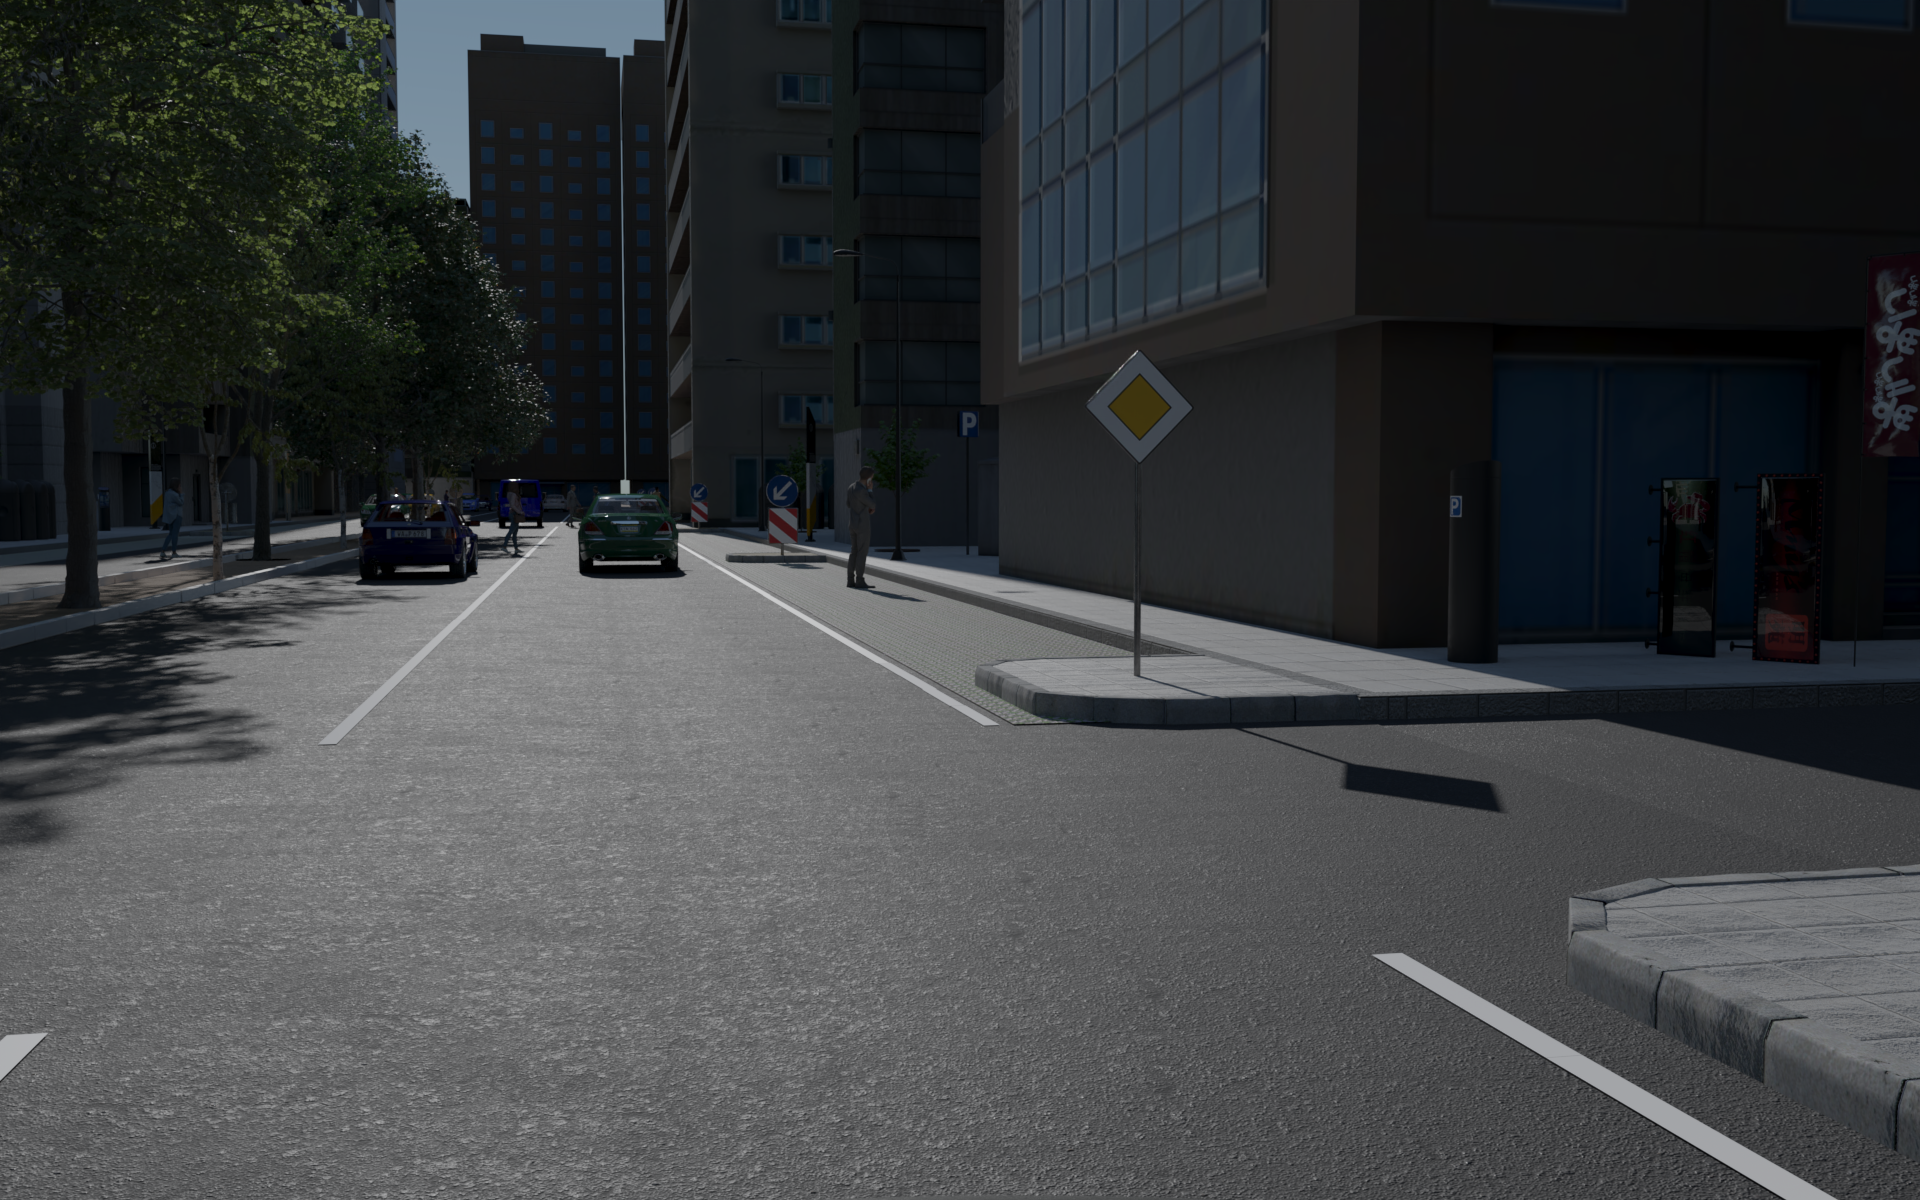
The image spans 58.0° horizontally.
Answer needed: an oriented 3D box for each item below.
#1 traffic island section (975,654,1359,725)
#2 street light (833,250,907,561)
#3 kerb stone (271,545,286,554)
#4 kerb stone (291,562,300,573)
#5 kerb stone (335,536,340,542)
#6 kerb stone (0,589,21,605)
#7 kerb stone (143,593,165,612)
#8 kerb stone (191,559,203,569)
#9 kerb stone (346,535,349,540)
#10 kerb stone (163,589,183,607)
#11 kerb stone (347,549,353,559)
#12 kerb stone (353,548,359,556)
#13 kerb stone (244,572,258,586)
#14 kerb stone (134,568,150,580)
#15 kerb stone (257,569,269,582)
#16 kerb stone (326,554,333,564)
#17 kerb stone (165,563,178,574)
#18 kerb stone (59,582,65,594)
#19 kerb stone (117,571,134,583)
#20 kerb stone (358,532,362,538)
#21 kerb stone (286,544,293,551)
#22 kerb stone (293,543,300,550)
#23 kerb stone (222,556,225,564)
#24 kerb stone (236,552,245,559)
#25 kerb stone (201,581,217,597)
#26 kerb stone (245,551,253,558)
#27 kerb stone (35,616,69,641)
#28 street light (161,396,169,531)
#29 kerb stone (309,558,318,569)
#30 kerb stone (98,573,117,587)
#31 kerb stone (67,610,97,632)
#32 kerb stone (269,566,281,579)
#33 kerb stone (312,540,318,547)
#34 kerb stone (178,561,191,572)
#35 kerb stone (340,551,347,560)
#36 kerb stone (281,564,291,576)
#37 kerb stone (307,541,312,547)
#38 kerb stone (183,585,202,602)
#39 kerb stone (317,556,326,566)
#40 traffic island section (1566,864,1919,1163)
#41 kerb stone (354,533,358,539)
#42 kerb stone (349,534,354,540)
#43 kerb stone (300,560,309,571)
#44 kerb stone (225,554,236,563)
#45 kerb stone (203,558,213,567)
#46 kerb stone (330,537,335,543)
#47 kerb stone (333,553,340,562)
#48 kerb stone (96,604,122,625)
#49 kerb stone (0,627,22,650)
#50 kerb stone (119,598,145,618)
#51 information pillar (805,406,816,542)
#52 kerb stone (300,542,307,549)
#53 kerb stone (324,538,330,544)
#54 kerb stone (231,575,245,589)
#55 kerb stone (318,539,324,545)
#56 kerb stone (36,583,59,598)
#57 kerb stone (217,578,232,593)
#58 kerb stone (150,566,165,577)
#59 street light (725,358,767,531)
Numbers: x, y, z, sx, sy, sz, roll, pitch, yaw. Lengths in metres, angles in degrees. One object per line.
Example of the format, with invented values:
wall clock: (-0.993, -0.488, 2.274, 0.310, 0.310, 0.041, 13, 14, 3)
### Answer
traffic island section: (1.267, 0.614, 12.234, 2.009, 0.180, 2.903, -1, 4, -12)
street light: (-1.722, -3.709, 33.181, 1.470, 5.913, 1.316, -1, 4, -12)
kerb stone: (-16.562, -1.213, 42.023, 0.120, 0.150, 1.000, -1, 4, -12)
kerb stone: (-12.165, -0.564, 31.415, 0.120, 0.150, 1.000, -1, 4, -12)
kerb stone: (-18.478, -1.760, 51.057, 0.120, 0.150, 1.000, -1, 4, -12)
kerb stone: (-12.511, -0.047, 22.963, 0.120, 0.150, 1.000, -1, 4, -12)
kerb stone: (-10.033, 0.050, 21.378, 0.120, 0.150, 1.000, -1, 4, -12)
kerb stone: (-14.647, -0.661, 33.005, 0.120, 0.150, 1.000, -1, 4, -12)
kerb stone: (-18.919, -1.888, 53.057, 0.120, 0.150, 1.000, -1, 4, -12)
kerb stone: (-10.252, -0.011, 22.383, 0.120, 0.150, 1.000, -1, 4, -12)
kerb stone: (-13.661, -0.987, 38.441, 0.120, 0.150, 1.000, -1, 4, -12)
kerb stone: (-13.878, -1.055, 39.440, 0.120, 0.150, 1.000, -1, 4, -12)
kerb stone: (-11.310, -0.318, 27.400, 0.120, 0.150, 1.000, -1, 4, -12)
kerb stone: (-13.795, -0.415, 28.996, 0.120, 0.150, 1.000, -1, 4, -12)
kerb stone: (-11.525, -0.380, 28.407, 0.120, 0.150, 1.000, -1, 4, -12)
kerb stone: (-13.017, -0.809, 35.422, 0.120, 0.150, 1.000, -1, 4, -12)
kerb stone: (-14.221, -0.534, 30.999, 0.120, 0.150, 1.000, -1, 4, -12)
kerb stone: (-12.944, -0.164, 24.971, 0.120, 0.150, 1.000, -1, 4, -12)
kerb stone: (-13.578, -0.353, 27.990, 0.120, 0.150, 1.000, -1, 4, -12)
kerb stone: (-19.550, -2.072, 56.072, 0.120, 0.150, 1.000, -1, 4, -12)
kerb stone: (-16.780, -1.274, 43.025, 0.120, 0.150, 1.000, -1, 4, -12)
kerb stone: (-16.992, -1.336, 44.034, 0.120, 0.150, 1.000, -1, 4, -12)
kerb stone: (-15.070, -0.780, 35.012, 0.120, 0.150, 1.000, -1, 4, -12)
kerb stone: (-15.504, -0.898, 37.010, 0.120, 0.150, 1.000, -1, 4, -12)
kerb stone: (-10.675, -0.134, 24.398, 0.120, 0.150, 1.000, -1, 4, -12)
kerb stone: (-15.709, -0.967, 38.015, 0.120, 0.150, 1.000, -1, 4, -12)
kerb stone: (-9.176, 0.296, 17.362, 0.120, 0.150, 1.000, -1, 4, -12)
street light: (-27.365, -5.401, 60.841, 1.470, 5.913, 1.316, -1, 4, -12)
kerb stone: (-12.584, -0.684, 33.417, 0.120, 0.150, 1.000, -1, 4, -12)
kerb stone: (-13.376, -0.291, 26.983, 0.120, 0.150, 1.000, -1, 4, -12)
kerb stone: (-9.390, 0.235, 18.366, 0.120, 0.150, 1.000, -1, 4, -12)
kerb stone: (-11.735, -0.441, 29.411, 0.120, 0.150, 1.000, -1, 4, -12)
kerb stone: (-17.637, -1.520, 47.047, 0.120, 0.150, 1.000, -1, 4, -12)
kerb stone: (-14.433, -0.600, 32.003, 0.120, 0.150, 1.000, -1, 4, -12)
kerb stone: (-13.451, -0.932, 37.441, 0.120, 0.150, 1.000, -1, 4, -12)
kerb stone: (-11.948, -0.501, 30.412, 0.120, 0.150, 1.000, -1, 4, -12)
kerb stone: (-17.428, -1.459, 46.046, 0.120, 0.150, 1.000, -1, 4, -12)
kerb stone: (-10.455, -0.073, 23.396, 0.120, 0.150, 1.000, -1, 4, -12)
kerb stone: (-12.794, -0.748, 34.424, 0.120, 0.150, 1.000, -1, 4, -12)
traffic island section: (2.928, 1.092, 4.423, 2.009, 0.180, 2.903, -1, 4, -12)
kerb stone: (-19.344, -2.010, 55.066, 0.120, 0.150, 1.000, -1, 4, -12)
kerb stone: (-19.128, -1.949, 54.061, 0.120, 0.150, 1.000, -1, 4, -12)
kerb stone: (-12.374, -0.618, 32.417, 0.120, 0.150, 1.000, -1, 4, -12)
kerb stone: (-15.283, -0.839, 36.012, 0.120, 0.150, 1.000, -1, 4, -12)
kerb stone: (-14.860, -0.722, 34.011, 0.120, 0.150, 1.000, -1, 4, -12)
kerb stone: (-18.277, -1.704, 50.054, 0.120, 0.150, 1.000, -1, 4, -12)
kerb stone: (-13.232, -0.871, 36.431, 0.120, 0.150, 1.000, -1, 4, -12)
kerb stone: (-9.597, 0.180, 19.371, 0.120, 0.150, 1.000, -1, 4, -12)
kerb stone: (-8.966, 0.357, 16.361, 0.120, 0.150, 1.000, -1, 4, -12)
kerb stone: (-9.813, 0.112, 20.374, 0.120, 0.150, 1.000, -1, 4, -12)
information pillar: (-4.003, -3.375, 46.540, 0.183, 3.616, 0.504, 1, 4, 17)
kerb stone: (-17.208, -1.398, 45.048, 0.120, 0.150, 1.000, -1, 4, -12)
kerb stone: (-18.063, -1.643, 49.054, 0.120, 0.150, 1.000, -1, 4, -12)
kerb stone: (-11.100, -0.257, 26.399, 0.120, 0.150, 1.000, -1, 4, -12)
kerb stone: (-17.847, -1.582, 48.055, 0.120, 0.150, 1.000, -1, 4, -12)
kerb stone: (-12.724, -0.104, 23.964, 0.120, 0.150, 1.000, -1, 4, -12)
kerb stone: (-10.883, -0.196, 25.400, 0.120, 0.150, 1.000, -1, 4, -12)
kerb stone: (-14.008, -0.477, 29.996, 0.120, 0.150, 1.000, -1, 4, -12)
street light: (-7.309, -5.306, 59.302, 1.470, 5.913, 1.316, -1, 4, -12)
